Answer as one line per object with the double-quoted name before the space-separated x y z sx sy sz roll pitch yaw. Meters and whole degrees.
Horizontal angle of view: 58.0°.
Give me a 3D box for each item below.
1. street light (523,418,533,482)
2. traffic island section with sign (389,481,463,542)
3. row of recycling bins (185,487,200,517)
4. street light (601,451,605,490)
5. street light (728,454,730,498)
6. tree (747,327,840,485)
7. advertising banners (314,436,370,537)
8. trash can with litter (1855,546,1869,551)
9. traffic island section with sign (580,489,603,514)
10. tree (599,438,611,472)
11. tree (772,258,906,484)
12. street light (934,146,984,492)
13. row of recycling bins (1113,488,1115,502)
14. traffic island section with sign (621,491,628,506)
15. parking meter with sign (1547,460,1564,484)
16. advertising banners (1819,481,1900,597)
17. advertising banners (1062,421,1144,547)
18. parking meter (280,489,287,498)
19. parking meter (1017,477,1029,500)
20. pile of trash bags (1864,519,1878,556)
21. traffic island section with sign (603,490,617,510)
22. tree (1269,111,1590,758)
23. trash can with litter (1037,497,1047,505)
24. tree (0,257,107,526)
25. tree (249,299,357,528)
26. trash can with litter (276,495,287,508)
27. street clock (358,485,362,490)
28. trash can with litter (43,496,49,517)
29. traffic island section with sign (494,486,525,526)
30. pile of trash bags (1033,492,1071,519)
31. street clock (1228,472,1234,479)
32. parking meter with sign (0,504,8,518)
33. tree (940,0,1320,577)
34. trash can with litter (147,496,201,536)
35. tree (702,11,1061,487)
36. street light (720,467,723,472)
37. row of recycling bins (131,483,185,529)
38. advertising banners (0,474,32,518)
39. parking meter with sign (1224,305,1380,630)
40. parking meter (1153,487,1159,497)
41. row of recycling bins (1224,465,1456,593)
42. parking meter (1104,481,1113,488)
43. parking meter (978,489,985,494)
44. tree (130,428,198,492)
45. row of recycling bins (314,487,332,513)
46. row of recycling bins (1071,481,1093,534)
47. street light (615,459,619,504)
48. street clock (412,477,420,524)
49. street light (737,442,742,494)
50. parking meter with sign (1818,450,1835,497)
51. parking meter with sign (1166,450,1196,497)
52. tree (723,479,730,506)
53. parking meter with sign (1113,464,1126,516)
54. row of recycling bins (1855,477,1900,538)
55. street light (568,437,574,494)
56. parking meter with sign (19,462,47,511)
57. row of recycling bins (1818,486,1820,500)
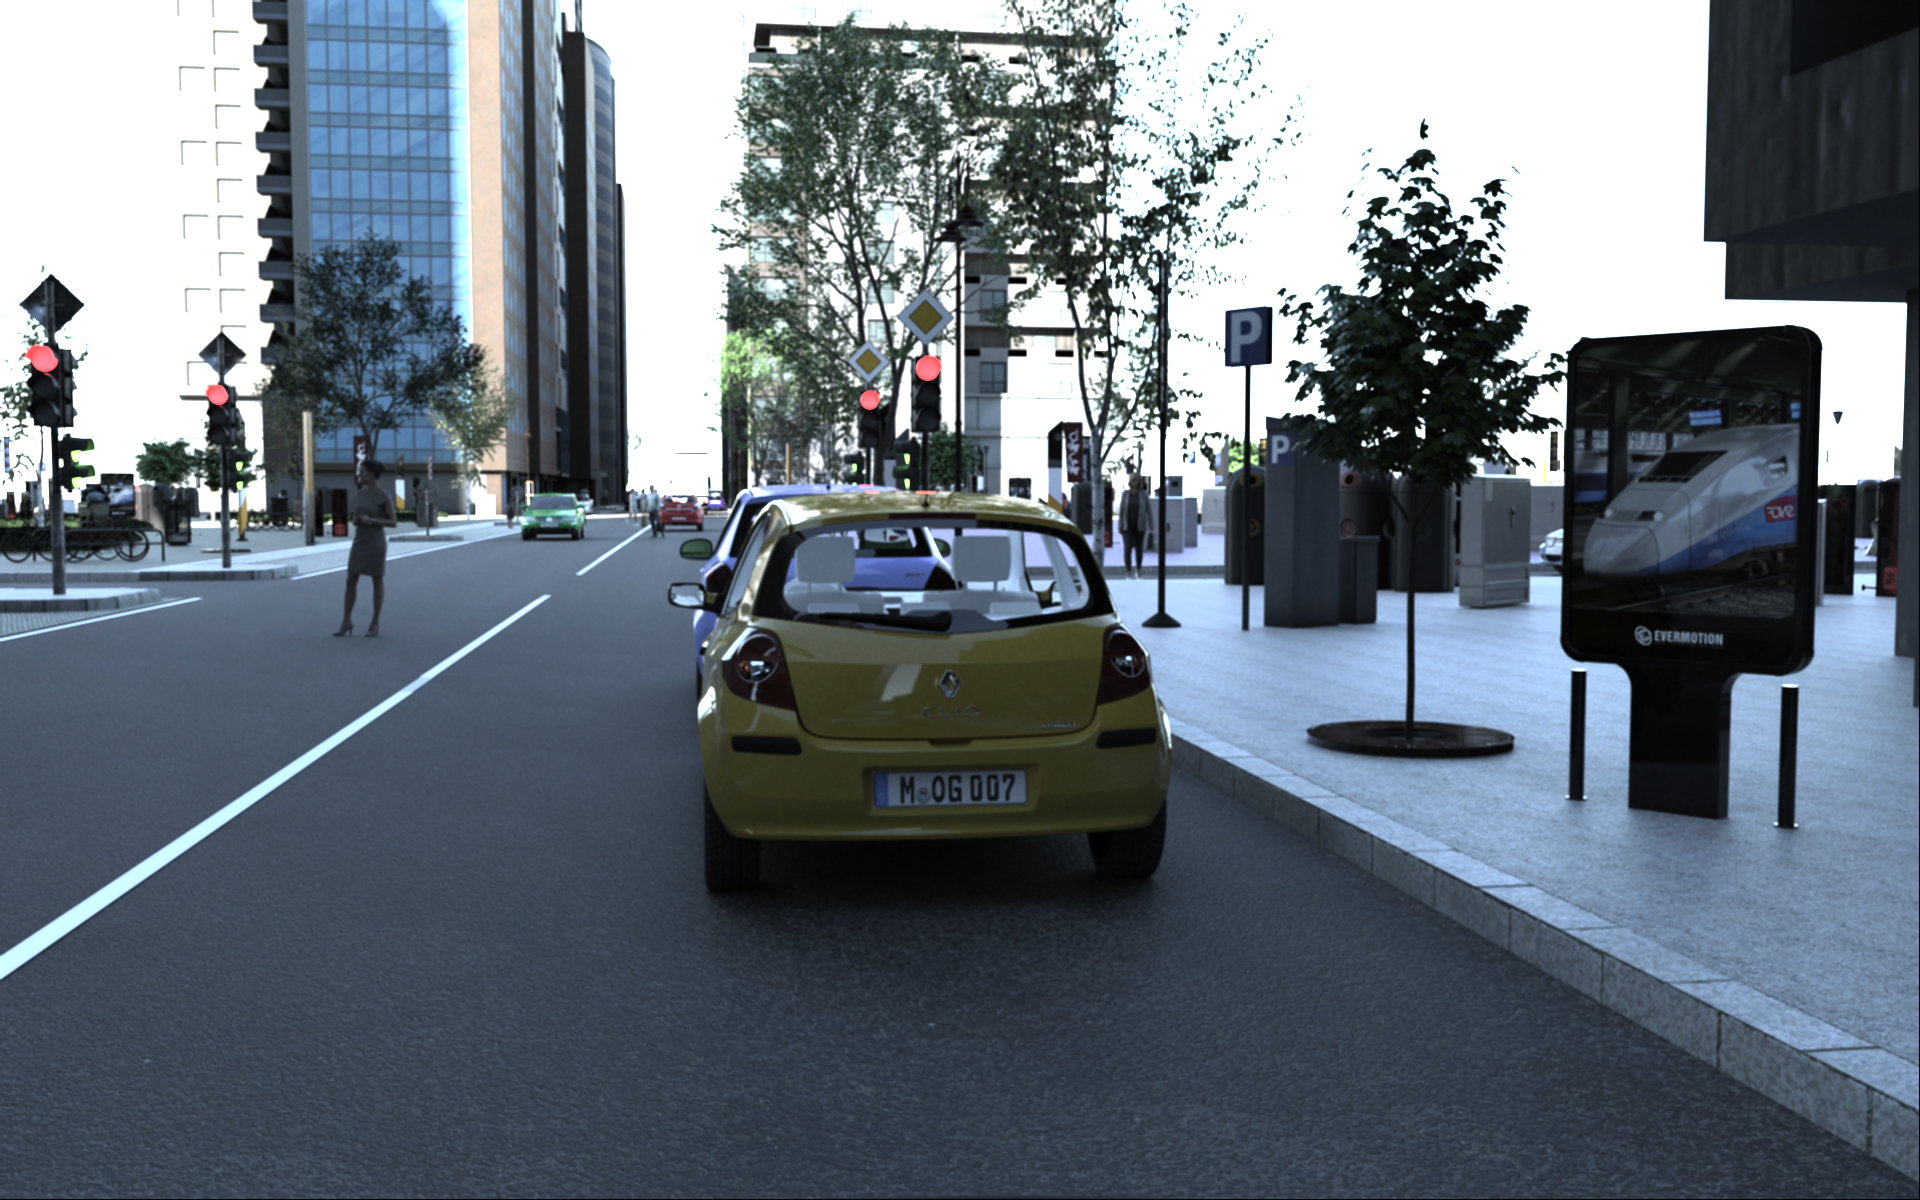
"street light" -26.434 -8.150 106.045 0.468 5.910 1.993 -1 4 -9
"traffic island section with sign" -16.211 -2.695 52.695 1.989 1.847 2.006 -1 4 -9
"row of recycling bins" -44.095 -5.523 97.406 3.534 1.692 1.069 2 4 30
"street light" -38.743 -13.152 187.819 0.468 5.910 1.993 -1 4 -9
"street light" -26.214 -13.691 196.642 0.468 5.910 1.993 -1 4 -9
"tree" -6.934 -7.663 75.656 4.360 8.622 3.978 0 3 0
"advertising banners" -18.721 -3.422 52.143 2.074 3.025 0.090 0 4 6
"trash can with litter" 20.703 -1.796 40.418 1.678 1.210 2.233 3 4 37
"traffic island section with sign" -27.525 -7.256 127.260 1.989 1.847 2.006 -1 4 -9
"tree" -38.200 -13.886 177.398 4.360 8.622 3.978 0 3 0
"tree" -3.910 -6.374 54.585 4.737 8.622 4.395 0 3 0
"street light" -0.022 -3.100 23.475 0.468 5.910 1.993 -1 4 -9
"row of recycling bins" 9.769 -6.164 107.889 1.069 1.692 3.534 -1 4 -16
"traffic island section with sign" -40.039 -12.302 209.766 1.989 1.847 2.006 -1 4 -9
"parking meter with sign" 30.440 -5.655 88.718 0.543 3.016 1.738 -1 4 -12
"advertising banners" 11.657 -1.550 21.531 0.090 3.025 2.074 -3 4 -38
"advertising banners" 3.473 -2.785 41.725 2.074 3.025 0.090 1 4 10
"parking meter" -37.516 -5.360 96.040 0.372 1.533 0.369 0 3 0
"parking meter" 2.153 -3.277 59.293 0.399 1.863 0.255 1 4 22
"pile of trash bags" 19.674 -1.589 35.739 1.912 1.369 3.447 3 5 39
"traffic island section with sign" -31.684 -8.936 154.726 1.989 1.847 2.006 -1 4 -9
"tree" 2.447 -0.871 8.843 1.663 3.219 1.824 0 3 0
"trash can with litter" 3.469 -3.476 68.228 1.055 1.170 0.624 -1 4 -9
"tree" -28.512 -6.278 53.007 4.737 8.622 4.395 0 3 0
"tree" -24.991 -7.066 65.890 4.360 8.622 3.978 0 3 0
"trash can with litter" -35.179 -4.884 90.917 2.233 1.210 1.678 -1 4 -22
"street clock" -35.515 -5.991 102.520 0.358 2.002 0.471 -1 4 -20
"trash can with litter" -44.090 -4.438 83.611 1.678 1.210 2.233 -1 4 -15
"traffic island section with sign" -20.256 -4.329 79.408 1.989 1.847 2.006 -1 4 -9
"pile of trash bags" 3.510 -4.532 83.848 3.447 1.369 1.912 0 4 3
"street clock" 9.029 -3.243 57.594 0.358 2.002 0.471 0 4 2
"parking meter with sign" -40.486 -4.647 72.235 0.543 3.016 1.738 0 4 7
"tree" 1.668 -4.242 19.722 4.360 8.622 3.978 0 3 0
"trash can with litter" -24.658 -2.637 54.164 1.678 1.210 2.233 -1 4 -17
"tree" -1.613 -6.779 36.598 9.928 11.665 9.643 0 3 0
"street light" -31.335 -15.739 230.112 0.468 5.910 1.993 -1 4 -9
"row of recycling bins" -30.588 -3.494 64.232 3.534 1.692 1.069 1 4 23
"advertising banners" -41.774 -4.896 76.234 0.090 3.025 2.074 1 4 19
"parking meter with sign" 3.351 -1.254 16.770 1.738 3.016 0.543 -3 4 -38
"parking meter" 6.221 -2.802 54.221 0.372 1.533 0.369 0 3 0
"row of recycling bins" 5.168 -1.021 23.801 3.534 1.692 1.069 3 5 44
"parking meter" 6.654 -4.421 77.999 0.399 1.863 0.255 3 5 43
"parking meter" 0.946 -4.373 79.904 0.372 1.533 0.369 0 3 0
"tree" -39.691 -6.289 86.534 4.285 4.588 4.351 0 3 0
"row of recycling bins" -36.142 -5.556 97.948 1.069 1.692 3.534 -1 4 -12
"row of recycling bins" 4.184 -3.037 56.761 1.069 1.692 3.534 0 4 6
"street light" -43.875 -15.199 221.288 0.468 5.910 1.993 -1 4 -9
"street clock" -23.304 -4.266 74.312 0.358 2.002 0.471 -1 4 -9
"street light" -18.829 -10.711 147.910 0.468 5.910 1.993 -1 4 -9
"parking meter with sign" 33.575 -4.422 68.564 0.543 3.016 1.738 -3 4 -38
"parking meter with sign" 8.483 -4.440 68.856 1.738 3.016 0.543 -1 4 -22
"tree" -25.134 -11.879 188.816 1.663 3.219 1.824 0 3 0
"parking meter with sign" 9.258 -6.325 99.668 0.543 3.016 1.738 3 5 40
"row of recycling bins" 27.585 -2.601 49.635 3.534 1.692 1.069 3 4 36
"street light" -31.470 -10.230 140.052 0.468 5.910 1.993 -1 4 -9
"parking meter with sign" -50.152 -5.957 93.651 0.543 3.016 1.738 0 4 7
"row of recycling bins" 43.827 -5.208 92.258 3.534 1.692 1.069 2 4 25
